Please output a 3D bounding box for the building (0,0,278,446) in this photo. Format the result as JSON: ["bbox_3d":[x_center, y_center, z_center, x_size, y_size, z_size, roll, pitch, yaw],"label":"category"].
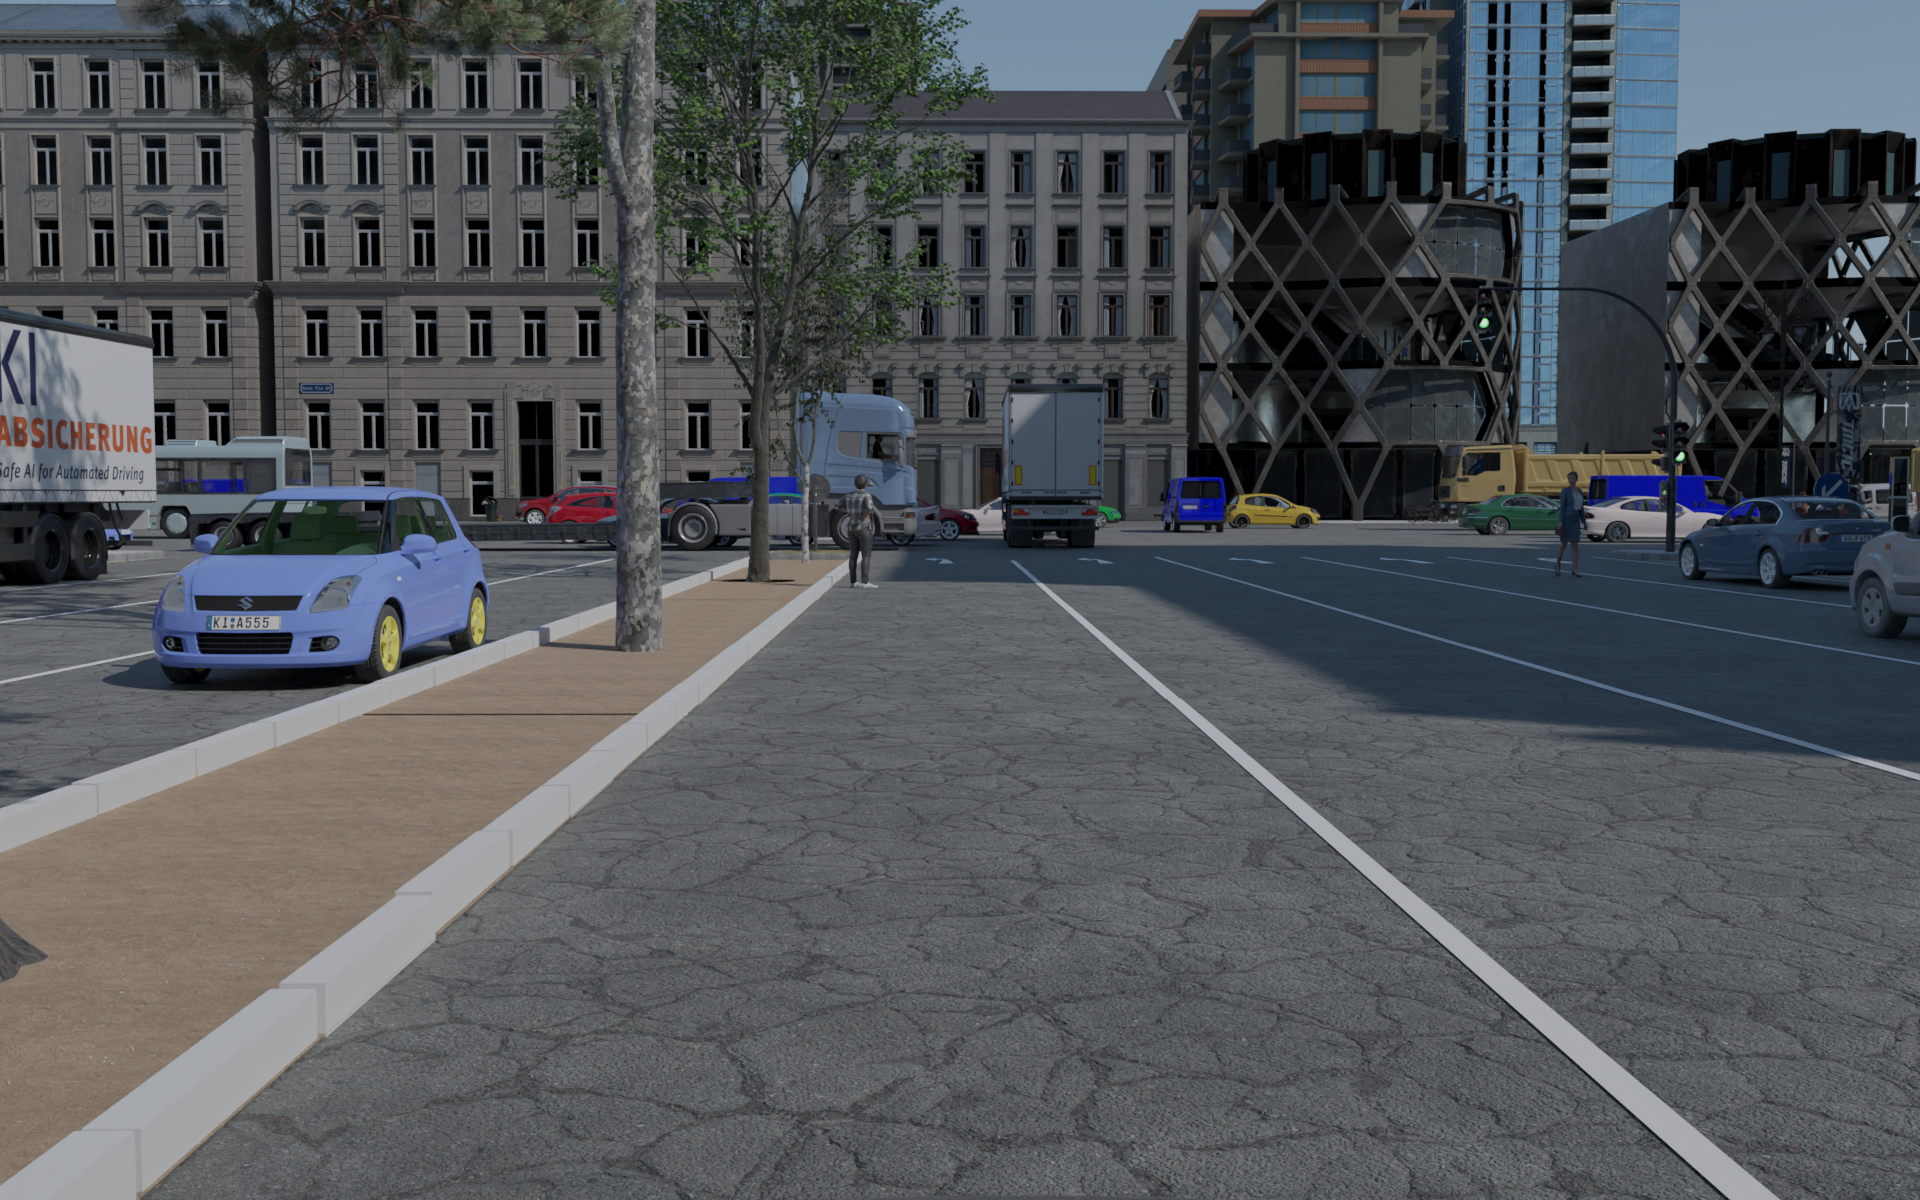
[{"bbox_3d":[-45.120,-17.670,86.161,25.104,27.353,12.463,0,4,-1],"label":"building"}]

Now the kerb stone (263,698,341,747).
[{"bbox_3d":[-3.913,0.731,10.245,0.120,0.150,1.000,0,4,-1],"label":"kerb stone"}]

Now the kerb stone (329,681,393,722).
[{"bbox_3d":[-3.928,0.670,11.276,0.120,0.150,1.000,0,4,-1],"label":"kerb stone"}]

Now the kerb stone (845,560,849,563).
[{"bbox_3d":[-2.104,-0.592,31.871,0.120,0.150,1.000,0,4,-1],"label":"kerb stone"}]

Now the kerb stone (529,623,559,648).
[{"bbox_3d":[-3.999,0.352,16.444,0.120,0.150,1.000,0,4,-1],"label":"kerb stone"}]

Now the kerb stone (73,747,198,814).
[{"bbox_3d":[-3.889,0.857,8.187,0.120,0.150,1.000,0,4,-1],"label":"kerb stone"}]

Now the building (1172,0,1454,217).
[{"bbox_3d":[30.989,-30.742,157.251,22.147,44.769,28.867,0,4,-1],"label":"building"}]

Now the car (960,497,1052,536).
[{"bbox_3d":[1.591,-2.951,60.603,4.827,1.381,2.083,0,3,0],"label":"car"}]

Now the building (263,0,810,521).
[{"bbox_3d":[-20.015,-17.676,86.271,25.104,27.353,12.463,0,4,-1],"label":"building"}]

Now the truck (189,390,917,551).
[{"bbox_3d":[-9.795,-3.337,44.324,18.799,4.110,2.967,0,4,-1],"label":"truck"}]

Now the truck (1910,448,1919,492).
[{"bbox_3d":[40.198,-4.113,63.179,9.791,3.379,3.469,0,4,1],"label":"truck"}]

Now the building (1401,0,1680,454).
[{"bbox_3d":[60.545,-53.158,181.799,31.000,86.520,22.319,0,4,-1],"label":"building"}]

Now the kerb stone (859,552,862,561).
[{"bbox_3d":[-2.197,-0.969,38.051,0.120,0.150,1.000,0,4,-1],"label":"kerb stone"}]

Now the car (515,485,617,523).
[{"bbox_3d":[-16.295,-3.991,73.930,5.304,1.827,2.281,0,4,-2],"label":"car"}]

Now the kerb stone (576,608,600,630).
[{"bbox_3d":[-4.032,0.225,18.516,0.120,0.150,1.000,0,4,-1],"label":"kerb stone"}]

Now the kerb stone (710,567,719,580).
[{"bbox_3d":[-4.168,-0.405,28.819,0.120,0.150,1.000,0,4,-1],"label":"kerb stone"}]

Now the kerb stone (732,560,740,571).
[{"bbox_3d":[-4.218,-0.593,31.914,0.120,0.150,1.000,0,4,-1],"label":"kerb stone"}]

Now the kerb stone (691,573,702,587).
[{"bbox_3d":[-4.147,-0.276,26.760,0.120,0.150,1.000,0,4,-1],"label":"kerb stone"}]

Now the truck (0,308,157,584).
[{"bbox_3d":[-15.581,-2.231,25.399,2.839,4.237,11.283,0,3,0],"label":"truck"}]

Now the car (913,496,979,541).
[{"bbox_3d":[-1.643,-2.738,53.804,4.494,1.783,2.155,0,4,-1],"label":"car"}]

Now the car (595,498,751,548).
[{"bbox_3d":[-7.678,-2.147,47.099,4.499,1.417,2.014,0,4,-2],"label":"car"}]

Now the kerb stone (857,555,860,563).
[{"bbox_3d":[-2.157,-0.776,34.961,0.120,0.150,1.000,0,4,-1],"label":"kerb stone"}]

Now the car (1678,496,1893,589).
[{"bbox_3d":[13.067,-0.947,27.494,2.014,1.417,4.499,0,4,-1],"label":"car"}]

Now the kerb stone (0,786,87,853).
[{"bbox_3d":[-3.871,0.925,7.158,0.120,0.150,1.000,0,4,-1],"label":"kerb stone"}]

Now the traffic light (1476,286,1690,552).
[{"bbox_3d":[13.605,-3.878,38.073,4.771,5.953,1.251,0,4,-1],"label":"traffic light"}]

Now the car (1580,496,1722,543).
[{"bbox_3d":[20.606,-2.401,51.612,4.827,1.381,2.083,0,4,0],"label":"car"}]

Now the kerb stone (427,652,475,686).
[{"bbox_3d":[-3.954,0.542,13.341,0.120,0.150,1.000,0,4,-1],"label":"kerb stone"}]

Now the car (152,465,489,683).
[{"bbox_3d":[-5.152,-0.285,14.253,1.945,1.707,3.694,0,4,0],"label":"car"}]

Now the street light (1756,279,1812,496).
[{"bbox_3d":[17.741,-3.953,37.413,0.468,5.910,1.993,0,4,-1],"label":"street light"}]

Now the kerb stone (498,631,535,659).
[{"bbox_3d":[-3.986,0.415,15.416,0.120,0.150,1.000,0,4,-1],"label":"kerb stone"}]

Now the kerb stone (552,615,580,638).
[{"bbox_3d":[-4.019,0.289,17.476,0.120,0.150,1.000,0,4,-1],"label":"kerb stone"}]

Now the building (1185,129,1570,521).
[{"bbox_3d":[19.828,-13.582,89.516,16.811,18.784,16.820,0,4,-1],"label":"building"}]

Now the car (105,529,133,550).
[{"bbox_3d":[-22.338,-2.017,42.563,3.694,1.707,1.945,0,4,-1],"label":"car"}]

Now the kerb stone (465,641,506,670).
[{"bbox_3d":[-3.974,0.478,14.376,0.120,0.150,1.000,0,4,-1],"label":"kerb stone"}]

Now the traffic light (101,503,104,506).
[{"bbox_3d":[-18.762,-2.987,37.757,0.839,4.253,0.868,0,4,-1],"label":"traffic light"}]

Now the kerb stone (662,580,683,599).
[{"bbox_3d":[-4.116,-0.153,24.690,0.120,0.150,1.000,0,4,-1],"label":"kerb stone"}]

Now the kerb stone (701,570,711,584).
[{"bbox_3d":[-4.155,-0.340,27.791,0.120,0.150,1.000,0,4,-1],"label":"kerb stone"}]

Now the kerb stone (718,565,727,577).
[{"bbox_3d":[-4.188,-0.468,29.847,0.120,0.150,1.000,0,4,-1],"label":"kerb stone"}]

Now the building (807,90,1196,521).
[{"bbox_3d":[1.690,-14.439,85.222,18.267,20.994,9.793,0,4,-1],"label":"building"}]

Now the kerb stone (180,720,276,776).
[{"bbox_3d":[-3.906,0.794,9.215,0.120,0.150,1.000,0,4,-1],"label":"kerb stone"}]

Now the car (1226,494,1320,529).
[{"bbox_3d":[13.025,-3.800,72.360,3.980,1.641,2.015,0,4,-1],"label":"car"}]

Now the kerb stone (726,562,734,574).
[{"bbox_3d":[-4.202,-0.530,30.875,0.120,0.150,1.000,0,4,-1],"label":"kerb stone"}]

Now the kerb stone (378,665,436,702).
[{"bbox_3d":[-3.948,0.605,12.304,0.120,0.150,1.000,0,4,-1],"label":"kerb stone"}]

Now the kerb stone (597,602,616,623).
[{"bbox_3d":[-4.046,0.162,19.544,0.120,0.150,1.000,0,4,-1],"label":"kerb stone"}]

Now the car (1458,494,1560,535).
[{"bbox_3d":[20.016,-2.994,60.756,4.920,1.459,2.131,0,4,1],"label":"car"}]

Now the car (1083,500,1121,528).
[{"bbox_3d":[4.529,-4.003,74.238,4.718,1.807,1.959,0,3,0],"label":"car"}]

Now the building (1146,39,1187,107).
[{"bbox_3d":[30.932,-34.167,182.324,21.300,48.544,21.600,0,4,-1],"label":"building"}]

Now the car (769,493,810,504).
[{"bbox_3d":[-5.675,-3.079,59.140,4.718,1.807,1.959,0,4,0],"label":"car"}]

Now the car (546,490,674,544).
[{"bbox_3d":[-9.766,-2.533,50.449,4.494,1.783,2.155,0,4,-2],"label":"car"}]

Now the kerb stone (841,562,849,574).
[{"bbox_3d":[-2.096,-0.528,30.832,0.120,0.150,1.000,0,4,-1],"label":"kerb stone"}]

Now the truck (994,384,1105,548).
[{"bbox_3d":[2.465,-3.714,49.631,2.839,4.237,11.283,0,4,0],"label":"truck"}]

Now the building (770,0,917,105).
[{"bbox_3d":[-16.237,-49.590,249.049,20.611,71.187,20.563,0,4,-1],"label":"building"}]

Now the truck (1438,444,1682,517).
[{"bbox_3d":[23.193,-4.444,68.583,9.791,3.379,3.469,0,4,1],"label":"truck"}]

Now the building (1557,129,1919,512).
[{"bbox_3d":[42.237,-13.577,89.428,16.811,18.784,16.820,0,4,-1],"label":"building"}]

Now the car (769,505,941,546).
[{"bbox_3d":[-2.943,-2.205,48.421,4.827,1.381,2.083,0,4,1],"label":"car"}]

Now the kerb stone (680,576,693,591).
[{"bbox_3d":[-4.136,-0.216,25.721,0.120,0.150,1.000,0,4,-1],"label":"kerb stone"}]
